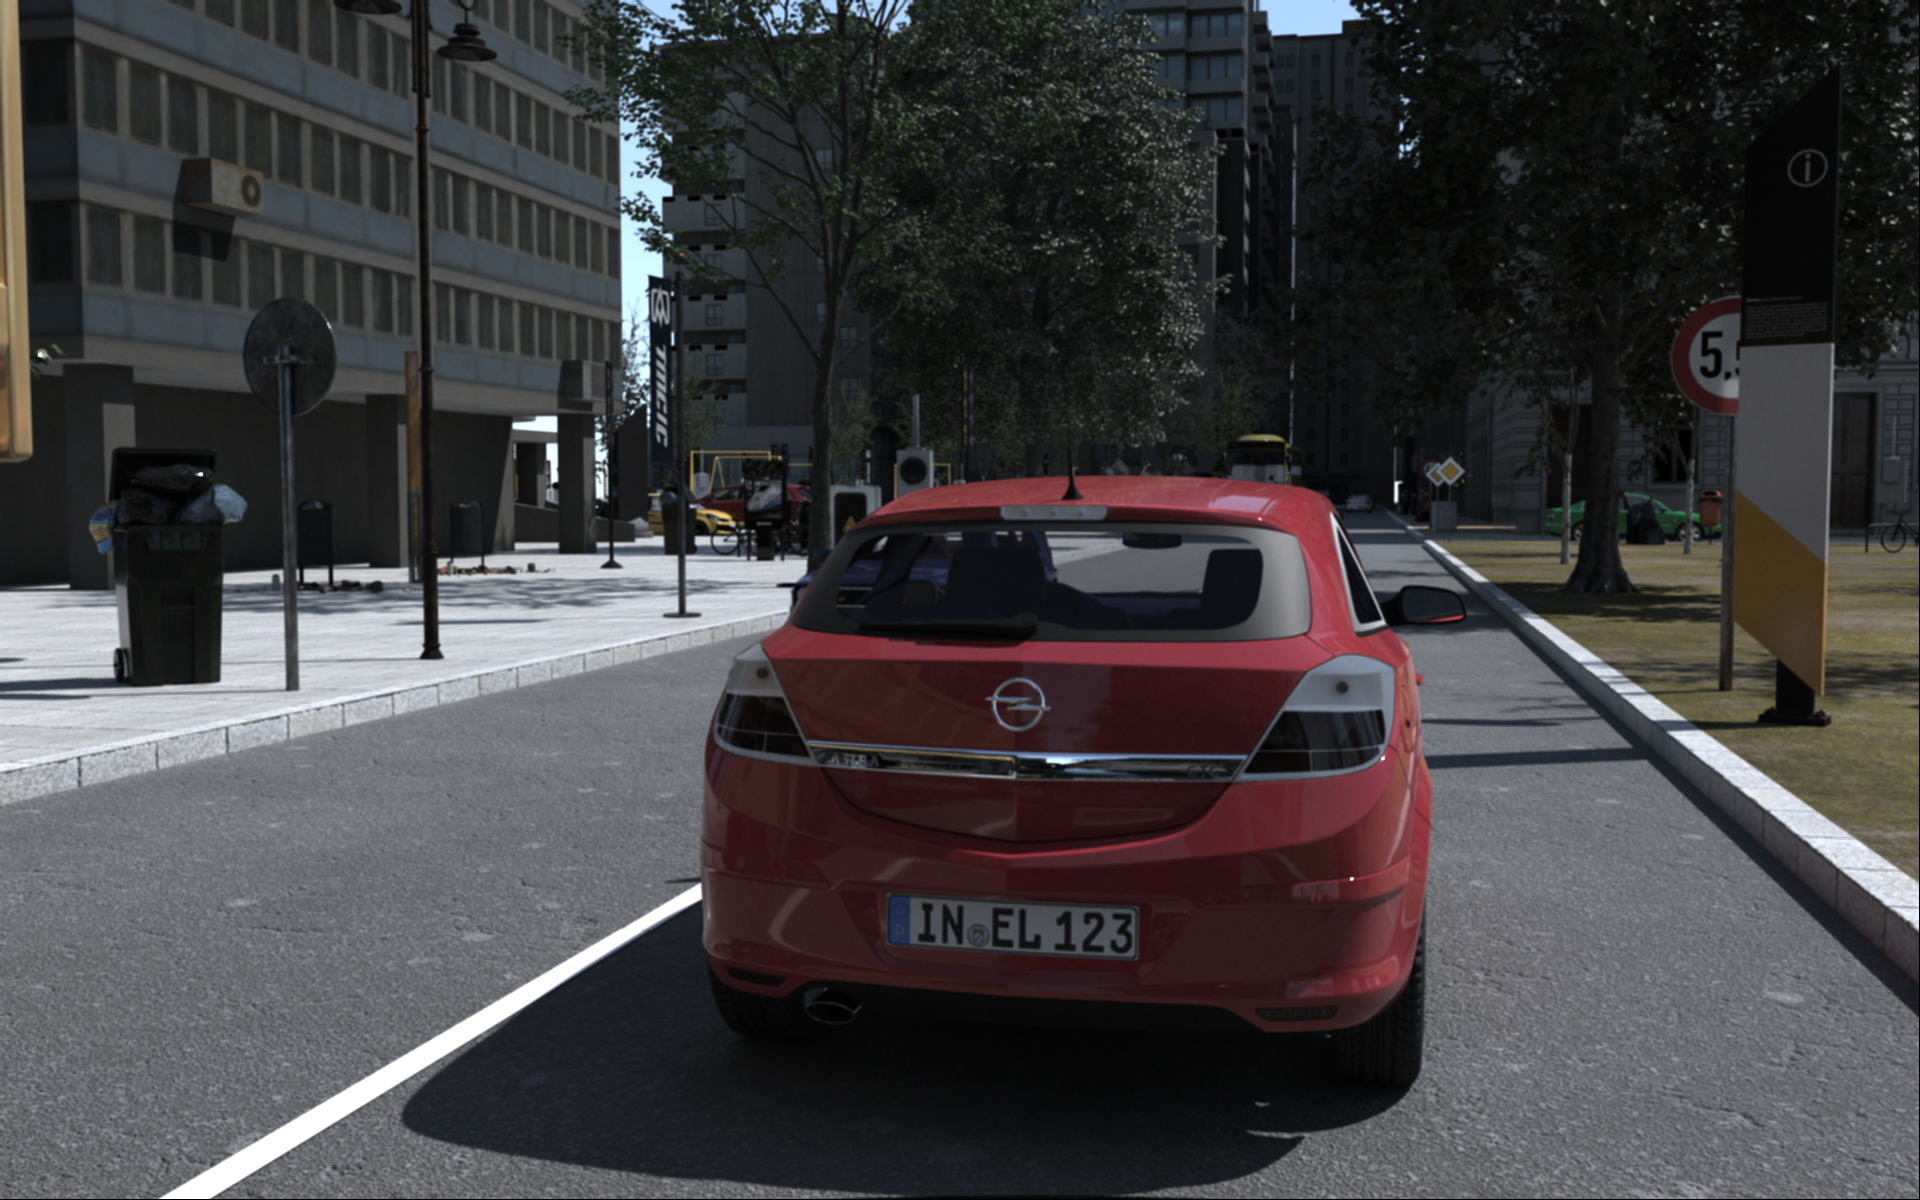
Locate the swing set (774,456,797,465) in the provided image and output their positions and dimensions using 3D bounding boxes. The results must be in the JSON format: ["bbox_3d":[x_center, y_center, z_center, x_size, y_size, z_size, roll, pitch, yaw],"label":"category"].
[{"bbox_3d":[-8.858,-4.527,71.644,3.119,2.851,2.862,1,4,16],"label":"swing set"}]

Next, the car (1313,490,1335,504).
[{"bbox_3d":[30.309,-8.368,145.495,2.281,1.827,5.304,1,4,13],"label":"car"}]

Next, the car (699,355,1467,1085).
[{"bbox_3d":[0.609,0.197,5.825,2.155,1.783,4.494,1,4,13],"label":"car"}]

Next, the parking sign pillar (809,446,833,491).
[{"bbox_3d":[-7.744,-6.603,96.438,1.447,3.967,1.447,-1,4,-15],"label":"parking sign pillar"}]

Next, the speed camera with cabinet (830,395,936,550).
[{"bbox_3d":[-1.577,-2.452,34.433,2.038,3.252,0.660,0,4,6],"label":"speed camera with cabinet"}]

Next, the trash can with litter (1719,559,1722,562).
[{"bbox_3d":[14.048,-1.182,30.710,1.055,1.170,0.624,3,5,40],"label":"trash can with litter"}]

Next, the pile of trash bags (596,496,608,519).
[{"bbox_3d":[-17.652,-4.664,86.013,3.447,1.369,1.912,-2,4,-26],"label":"pile of trash bags"}]

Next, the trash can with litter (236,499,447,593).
[{"bbox_3d":[-8.277,-0.722,22.860,2.233,1.210,1.678,1,4,22],"label":"trash can with litter"}]

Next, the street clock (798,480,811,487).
[{"bbox_3d":[-7.908,-5.059,87.284,0.471,2.002,0.358,1,4,11],"label":"street clock"}]

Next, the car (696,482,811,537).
[{"bbox_3d":[-7.065,-2.910,56.250,5.304,1.827,2.281,1,4,12],"label":"car"}]

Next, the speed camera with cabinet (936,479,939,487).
[{"bbox_3d":[-2.359,-6.900,107.152,2.038,3.252,0.660,1,4,18],"label":"speed camera with cabinet"}]

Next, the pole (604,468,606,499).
[{"bbox_3d":[-27.585,-8.607,134.573,0.158,3.312,0.155,0,3,0],"label":"pole"}]

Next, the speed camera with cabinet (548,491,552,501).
[{"bbox_3d":[-20.788,-5.718,87.820,2.038,3.252,0.660,1,4,19],"label":"speed camera with cabinet"}]

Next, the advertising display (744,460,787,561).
[{"bbox_3d":[-3.756,-1.725,33.413,0.974,1.923,0.123,2,4,33],"label":"advertising display"}]

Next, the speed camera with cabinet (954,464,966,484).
[{"bbox_3d":[-0.550,-7.259,113.026,2.038,3.252,0.660,2,4,33],"label":"speed camera with cabinet"}]

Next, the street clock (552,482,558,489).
[{"bbox_3d":[-24.400,-6.121,104.645,0.471,2.002,0.358,-2,4,-26],"label":"street clock"}]

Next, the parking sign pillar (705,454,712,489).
[{"bbox_3d":[-16.967,-7.760,115.350,1.447,3.967,1.447,1,4,19],"label":"parking sign pillar"}]

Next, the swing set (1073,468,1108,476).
[{"bbox_3d":[8.227,-6.400,102.265,3.119,2.851,2.862,0,4,5],"label":"swing set"}]

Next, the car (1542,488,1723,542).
[{"bbox_3d":[18.792,-2.426,48.454,4.718,1.807,1.959,1,4,13],"label":"car"}]

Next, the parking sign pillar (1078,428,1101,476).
[{"bbox_3d":[5.033,-4.830,67.448,1.447,3.967,1.447,-1,4,-18],"label":"parking sign pillar"}]

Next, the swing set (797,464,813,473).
[{"bbox_3d":[-8.611,-5.681,90.507,3.119,2.851,2.862,0,4,-6],"label":"swing set"}]

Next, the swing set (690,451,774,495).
[{"bbox_3d":[-8.490,-4.015,63.269,3.119,2.851,2.862,0,4,-5],"label":"swing set"}]

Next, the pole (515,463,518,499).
[{"bbox_3d":[-25.663,-6.510,100.276,0.158,3.312,0.155,0,3,0],"label":"pole"}]

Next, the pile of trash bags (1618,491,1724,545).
[{"bbox_3d":[17.714,-2.121,44.433,3.447,1.369,1.912,2,4,28],"label":"pile of trash bags"}]

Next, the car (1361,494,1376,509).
[{"bbox_3d":[38.370,-9.300,164.064,2.014,1.417,4.499,1,4,11],"label":"car"}]

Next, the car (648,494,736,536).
[{"bbox_3d":[-9.013,-2.702,54.400,3.980,1.641,2.015,1,4,15],"label":"car"}]

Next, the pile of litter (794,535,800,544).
[{"bbox_3d":[-3.911,-1.893,44.916,1.176,0.858,1.719,1,4,16],"label":"pile of litter"}]

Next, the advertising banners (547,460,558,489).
[{"bbox_3d":[-20.731,-5.720,89.716,2.074,3.025,0.090,-3,5,-43],"label":"advertising banners"}]

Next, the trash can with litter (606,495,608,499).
[{"bbox_3d":[-28.439,-7.928,140.677,2.233,1.210,1.678,3,5,43],"label":"trash can with litter"}]

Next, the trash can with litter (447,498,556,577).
[{"bbox_3d":[-7.551,-1.037,28.005,2.233,1.210,1.678,-2,4,-33],"label":"trash can with litter"}]

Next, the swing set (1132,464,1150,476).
[{"bbox_3d":[9.794,-5.665,90.236,2.862,2.851,3.119,0,4,7],"label":"swing set"}]

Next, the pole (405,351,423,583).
[{"bbox_3d":[-7.841,-1.897,24.867,0.158,3.312,0.155,0,3,0],"label":"pole"}]

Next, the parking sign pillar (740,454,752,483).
[{"bbox_3d":[-14.379,-7.873,117.195,1.447,3.967,1.447,-3,5,-39],"label":"parking sign pillar"}]

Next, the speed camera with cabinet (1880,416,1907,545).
[{"bbox_3d":[24.181,-3.008,43.519,2.038,3.252,0.660,2,4,30],"label":"speed camera with cabinet"}]

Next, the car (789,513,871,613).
[{"bbox_3d":[-0.225,-0.171,15.378,1.945,1.354,3.894,1,4,13],"label":"car"}]

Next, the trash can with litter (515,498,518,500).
[{"bbox_3d":[-16.612,-3.209,63.851,1.055,1.170,0.624,-2,4,-30],"label":"trash can with litter"}]

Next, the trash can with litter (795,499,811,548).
[{"bbox_3d":[-3.330,-1.810,40.983,1.055,1.170,0.624,-1,4,-18],"label":"trash can with litter"}]

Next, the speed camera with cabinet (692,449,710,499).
[{"bbox_3d":[-10.911,-5.072,77.260,2.038,3.252,0.660,-2,4,-26],"label":"speed camera with cabinet"}]

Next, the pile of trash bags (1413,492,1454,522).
[{"bbox_3d":[21.703,-4.264,79.475,1.912,1.369,3.447,2,4,24],"label":"pile of trash bags"}]

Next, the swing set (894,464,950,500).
[{"bbox_3d":[-2.083,-5.668,90.294,3.119,2.851,2.862,0,4,-1],"label":"swing set"}]

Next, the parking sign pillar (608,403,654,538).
[{"bbox_3d":[-9.775,-3.823,50.986,1.447,3.967,1.447,2,4,31],"label":"parking sign pillar"}]

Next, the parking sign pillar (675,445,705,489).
[{"bbox_3d":[-14.536,-6.358,92.422,1.447,3.967,1.447,-1,4,-13],"label":"parking sign pillar"}]

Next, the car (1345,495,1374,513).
[{"bbox_3d":[30.206,-7.256,130.995,2.083,1.381,4.827,1,4,14],"label":"car"}]
